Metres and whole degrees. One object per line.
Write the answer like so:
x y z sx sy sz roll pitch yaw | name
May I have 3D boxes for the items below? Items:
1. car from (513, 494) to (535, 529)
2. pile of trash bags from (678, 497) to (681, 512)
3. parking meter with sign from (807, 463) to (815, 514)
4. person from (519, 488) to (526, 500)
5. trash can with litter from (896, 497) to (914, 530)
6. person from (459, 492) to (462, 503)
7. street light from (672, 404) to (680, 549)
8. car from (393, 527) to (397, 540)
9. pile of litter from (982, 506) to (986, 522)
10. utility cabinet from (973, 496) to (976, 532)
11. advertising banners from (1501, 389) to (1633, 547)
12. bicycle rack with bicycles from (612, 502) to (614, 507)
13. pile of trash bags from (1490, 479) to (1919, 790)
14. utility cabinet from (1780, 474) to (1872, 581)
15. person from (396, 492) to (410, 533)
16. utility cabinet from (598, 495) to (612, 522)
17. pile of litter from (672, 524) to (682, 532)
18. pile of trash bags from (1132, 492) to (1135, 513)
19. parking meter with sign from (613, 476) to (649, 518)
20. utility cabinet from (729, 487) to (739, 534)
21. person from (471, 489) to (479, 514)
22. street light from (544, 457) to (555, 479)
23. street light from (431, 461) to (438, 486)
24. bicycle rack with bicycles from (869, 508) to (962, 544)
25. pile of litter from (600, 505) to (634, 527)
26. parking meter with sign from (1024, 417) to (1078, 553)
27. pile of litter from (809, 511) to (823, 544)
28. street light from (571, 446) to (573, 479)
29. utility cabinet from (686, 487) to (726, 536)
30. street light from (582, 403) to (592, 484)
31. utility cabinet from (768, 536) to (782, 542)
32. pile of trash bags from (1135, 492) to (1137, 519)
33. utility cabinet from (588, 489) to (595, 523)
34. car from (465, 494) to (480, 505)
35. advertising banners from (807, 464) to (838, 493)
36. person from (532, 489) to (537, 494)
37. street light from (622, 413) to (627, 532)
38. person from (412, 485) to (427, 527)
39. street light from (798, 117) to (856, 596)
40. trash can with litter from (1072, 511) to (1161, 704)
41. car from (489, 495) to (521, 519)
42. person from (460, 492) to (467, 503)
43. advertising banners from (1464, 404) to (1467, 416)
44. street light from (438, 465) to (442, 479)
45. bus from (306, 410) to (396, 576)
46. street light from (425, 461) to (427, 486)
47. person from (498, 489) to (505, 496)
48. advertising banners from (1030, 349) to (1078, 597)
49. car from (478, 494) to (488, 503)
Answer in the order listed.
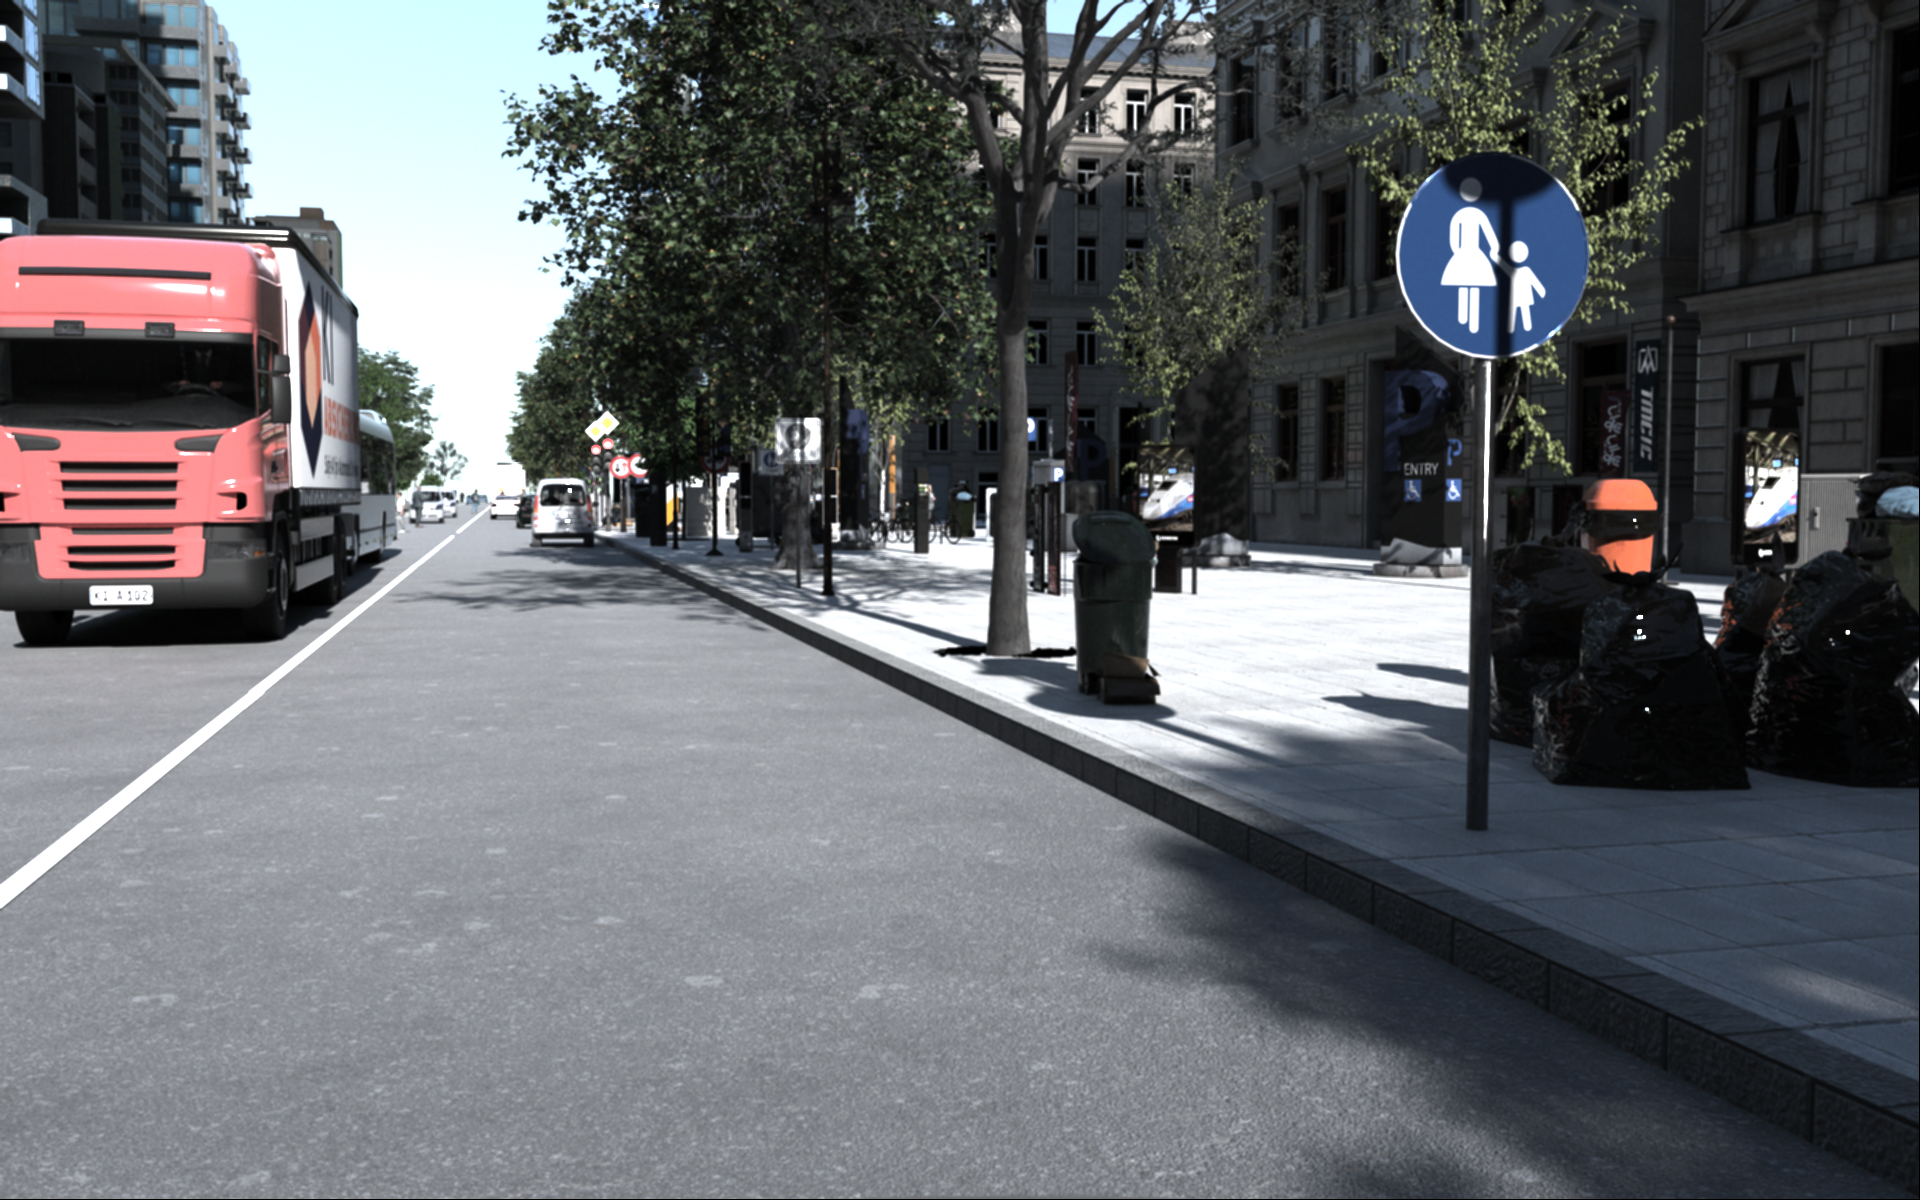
-17.826 -3.876 73.164 2.009 1.686 4.222 -1 4 -16 | car
-20.027 -6.804 121.005 3.447 1.369 1.912 -2 4 -26 | pile of trash bags
-6.193 -4.441 68.879 0.543 3.016 1.738 -1 4 -17 | parking meter with sign
-27.669 -6.139 109.145 0.573 1.790 0.520 1 4 17 | person
-1.717 -3.072 61.609 1.055 1.170 0.624 -2 4 -34 | trash can with litter
-83.283 -17.170 289.219 1.348 1.826 0.705 3 4 37 | person
-6.628 -4.122 40.185 0.468 5.910 1.993 -1 4 -15 | street light
-18.311 -2.486 53.010 2.083 1.381 4.827 -1 4 -15 | car
1.590 -4.034 79.924 1.176 0.858 1.719 0 4 4 | pile of litter
0.287 -2.875 58.164 0.306 1.237 1.020 1 4 12 | utility cabinet
10.198 -2.016 29.143 2.074 3.025 0.090 1 4 9 | advertising banners
-22.507 -5.841 108.887 2.852 0.926 2.925 -1 4 -9 | bicycle rack with bicycles
3.703 0.041 9.075 1.912 1.369 3.447 1 4 9 | pile of trash bags
9.397 -0.633 19.027 0.318 1.500 1.173 -2 4 -30 | utility cabinet
-20.738 -3.255 64.322 0.503 1.515 0.523 1 4 20 | person
-16.313 -4.123 78.568 1.020 1.237 0.306 -3 5 -41 | utility cabinet
-9.863 -2.748 58.888 1.176 0.858 1.719 -1 4 -20 | pile of litter
11.688 -7.411 130.928 1.912 1.369 3.447 -1 4 -17 | pile of trash bags
-15.385 -5.203 81.333 1.738 3.016 0.543 -2 4 -32 | parking meter with sign
-6.716 -2.809 54.610 1.173 1.500 0.318 -3 5 -43 | utility cabinet
-34.633 -7.026 123.726 0.623 1.781 0.721 0 4 -2 | person
-37.046 -11.215 156.149 0.468 5.910 1.993 -1 4 -15 | street light
-72.067 -16.137 236.632 0.468 5.910 1.993 -1 4 -15 | street light
-1.702 -1.933 44.986 2.852 0.926 2.925 -2 4 -35 | bicycle rack with bicycles
-13.424 -3.332 68.450 1.719 0.858 1.176 -2 4 -23 | pile of litter
1.971 -2.588 38.575 0.543 3.016 1.738 -3 4 -36 | parking meter with sign
-4.041 -1.866 44.476 1.176 0.858 1.719 2 4 25 | pile of litter
-22.610 -7.834 100.881 0.468 5.910 1.993 -1 4 -15 | street light
-7.696 -2.670 52.330 1.173 1.500 0.318 -1 4 -19 | utility cabinet
-17.688 -6.689 82.148 0.468 5.910 1.993 -1 4 -15 | street light
-4.842 -2.280 45.953 0.318 1.500 1.173 0 4 6 | utility cabinet
10.628 -4.621 85.303 3.447 1.369 1.912 -3 5 -42 | pile of trash bags
-16.484 -4.168 76.828 0.318 1.500 1.173 -2 4 -35 | utility cabinet
-66.154 -13.650 235.181 2.014 1.417 4.499 -1 4 -15 | car
-7.171 -5.761 90.382 2.074 3.025 0.090 -1 4 -18 | advertising banners
-27.604 -6.341 112.448 0.793 1.790 0.793 2 4 31 | person
-11.396 -5.252 58.660 0.468 5.910 1.993 -1 4 -15 | street light
-23.285 -4.038 74.694 0.661 1.801 0.590 2 4 30 | person
-1.673 -2.995 21.759 0.468 5.910 1.993 -1 4 -15 | street light
1.065 0.025 10.973 0.624 1.170 1.055 0 4 -8 | trash can with litter
-26.028 -5.338 99.630 2.083 1.381 4.827 -1 4 -14 | car
-81.181 -16.784 282.933 1.348 1.822 0.705 -3 5 -43 | person
8.950 -2.265 33.216 2.074 3.025 0.090 -2 4 -29 | advertising banners
-77.045 -17.290 255.472 0.468 5.910 1.993 -1 4 -15 | street light
-12.513 -2.319 32.777 2.948 3.499 13.247 -1 4 -14 | bus
-67.242 -15.008 218.165 0.468 5.910 1.993 -1 4 -15 | street light
-38.631 -8.434 146.362 0.705 1.831 1.348 3 5 43 | person
1.194 -1.581 22.030 0.090 3.025 2.074 -1 4 -12 | advertising banners
-76.823 -16.292 278.379 2.014 1.417 4.499 -1 4 -16 | car
